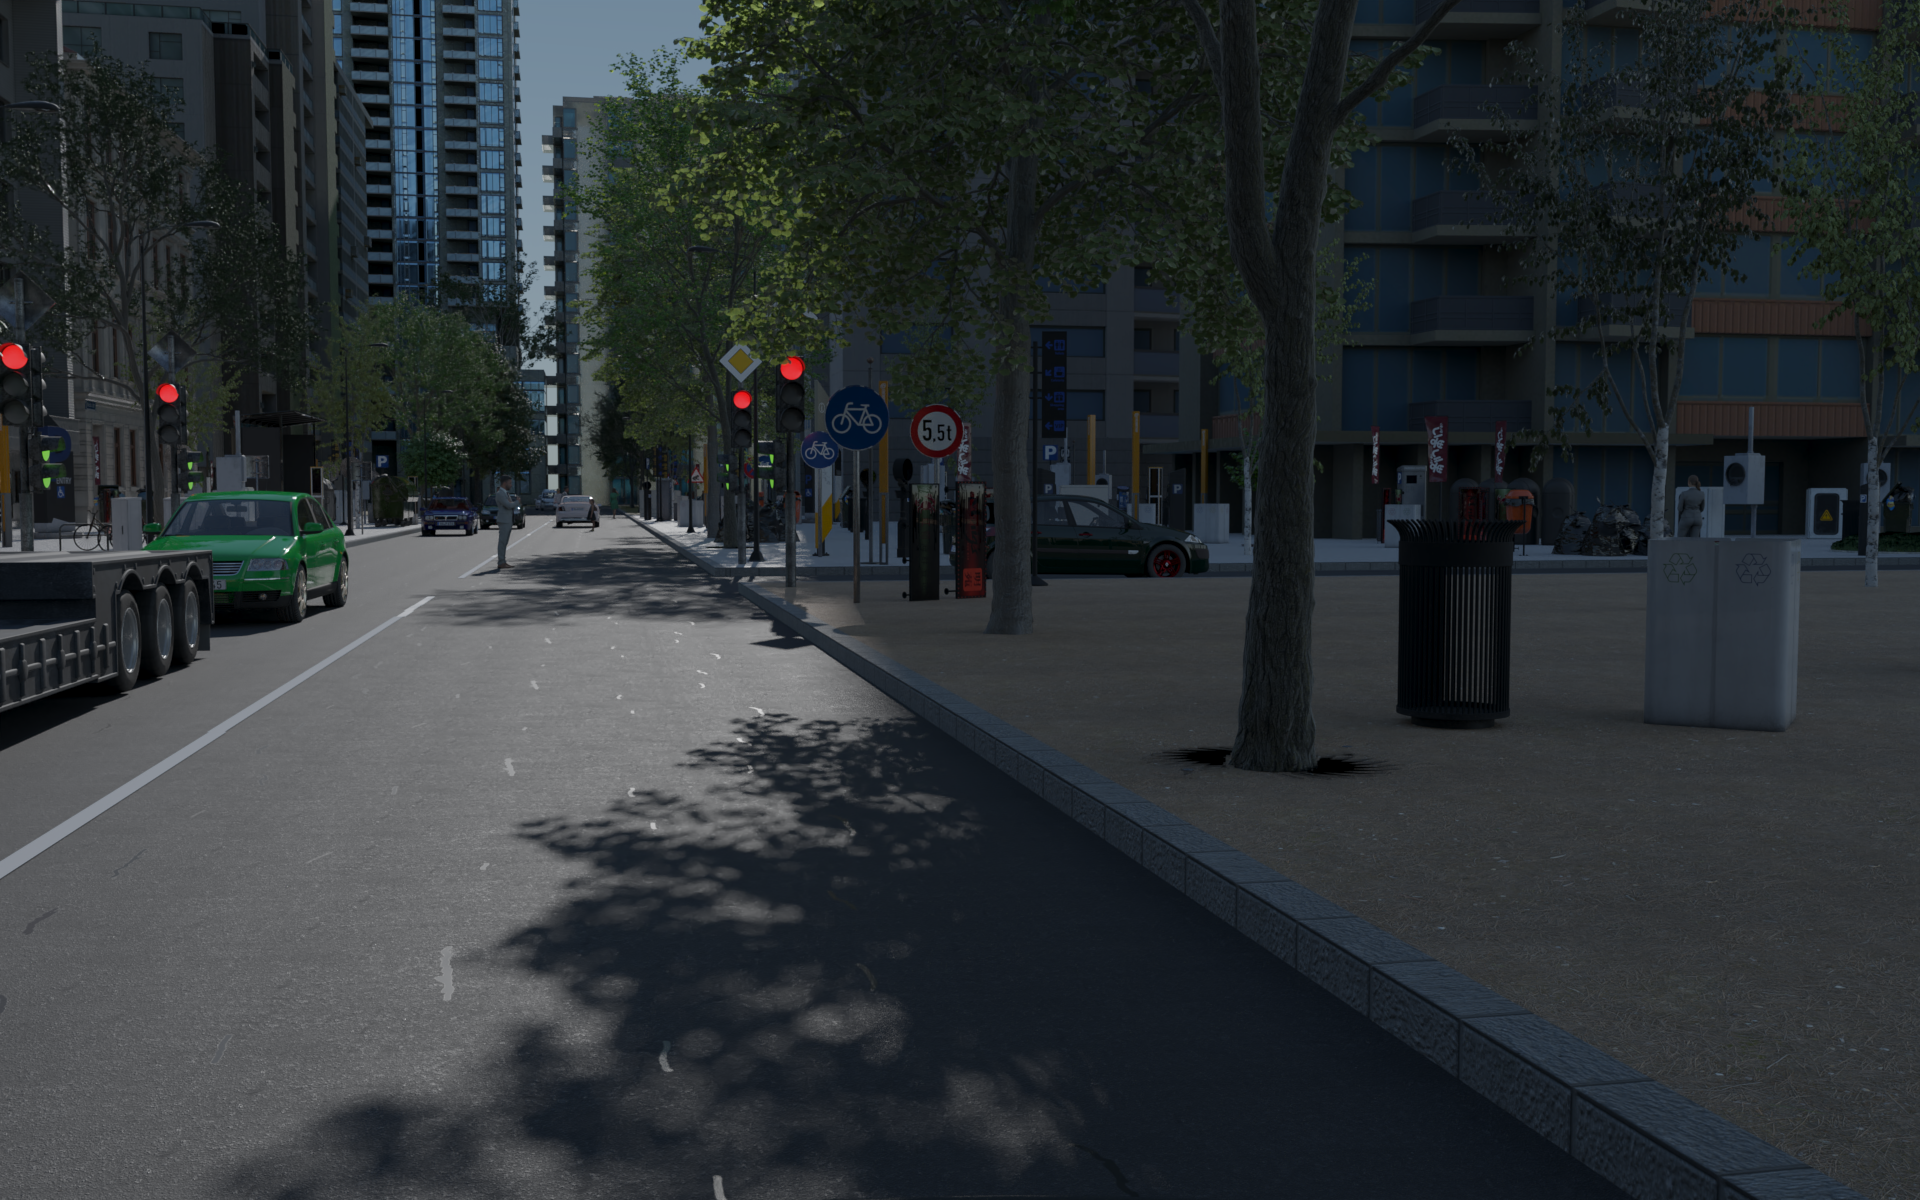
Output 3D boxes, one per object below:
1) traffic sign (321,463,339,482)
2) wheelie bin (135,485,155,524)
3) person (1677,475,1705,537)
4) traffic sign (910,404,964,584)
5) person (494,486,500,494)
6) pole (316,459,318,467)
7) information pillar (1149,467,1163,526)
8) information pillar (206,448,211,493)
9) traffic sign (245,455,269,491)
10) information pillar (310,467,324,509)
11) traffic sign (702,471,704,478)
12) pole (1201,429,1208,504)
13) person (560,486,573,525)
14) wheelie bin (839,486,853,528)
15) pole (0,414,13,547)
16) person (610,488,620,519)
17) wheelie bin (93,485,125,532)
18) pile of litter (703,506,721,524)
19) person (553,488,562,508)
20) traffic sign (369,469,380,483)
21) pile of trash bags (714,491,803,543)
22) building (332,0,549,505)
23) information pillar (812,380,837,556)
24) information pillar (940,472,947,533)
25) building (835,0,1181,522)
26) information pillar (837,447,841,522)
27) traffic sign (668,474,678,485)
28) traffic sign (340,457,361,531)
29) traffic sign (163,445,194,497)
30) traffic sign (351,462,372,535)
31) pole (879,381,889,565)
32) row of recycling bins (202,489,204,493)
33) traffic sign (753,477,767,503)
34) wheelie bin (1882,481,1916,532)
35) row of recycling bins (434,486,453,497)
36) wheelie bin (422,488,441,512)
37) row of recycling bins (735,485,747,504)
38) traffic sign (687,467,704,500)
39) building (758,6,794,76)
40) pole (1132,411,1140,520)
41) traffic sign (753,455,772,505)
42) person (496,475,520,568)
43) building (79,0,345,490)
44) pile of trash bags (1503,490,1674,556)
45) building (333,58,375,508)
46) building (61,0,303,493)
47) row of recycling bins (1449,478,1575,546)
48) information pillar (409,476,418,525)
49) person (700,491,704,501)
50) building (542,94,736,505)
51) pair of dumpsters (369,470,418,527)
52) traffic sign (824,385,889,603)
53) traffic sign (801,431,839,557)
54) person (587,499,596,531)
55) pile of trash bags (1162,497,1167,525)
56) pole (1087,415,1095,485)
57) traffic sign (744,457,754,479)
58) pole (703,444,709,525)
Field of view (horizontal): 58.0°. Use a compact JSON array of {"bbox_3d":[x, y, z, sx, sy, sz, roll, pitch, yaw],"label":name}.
[{"bbox_3d":[-25.587,-4.291,70.267,0.768,2.556,0.104,0,4,-3],"label":"traffic sign"},{"bbox_3d":[-28.587,-3.242,60.918,0.693,1.594,0.980,-3,4,-37],"label":"wheelie bin"},{"bbox_3d":[13.799,-1.475,32.888,0.520,1.790,0.573,-1,4,-14],"label":"person"},{"bbox_3d":[-0.326,-1.496,24.562,0.768,2.556,0.104,0,4,-3],"label":"traffic sign"},{"bbox_3d":[-22.167,-4.549,83.053,0.511,1.800,0.466,0,4,-6],"label":"person"},{"bbox_3d":[-37.674,-6.577,101.378,0.158,3.312,0.155,0,3,0],"label":"pole"},{"bbox_3d":[5.335,-2.617,47.281,0.304,2.012,0.304,1,4,22],"label":"information pillar"},{"bbox_3d":[-37.356,-5.795,86.107,0.183,3.616,0.504,-1,4,-13],"label":"information pillar"},{"bbox_3d":[-18.613,-2.676,45.883,0.606,2.300,0.079,0,4,-4],"label":"traffic sign"},{"bbox_3d":[-17.348,-2.586,46.774,0.304,2.012,0.304,-1,4,-15],"label":"information pillar"},{"bbox_3d":[-11.904,-5.053,82.722,0.768,2.556,0.104,0,4,-6],"label":"traffic sign"},{"bbox_3d":[7.684,-3.707,54.461,0.158,3.312,0.155,0,3,0],"label":"pole"},{"bbox_3d":[-18.459,-4.415,80.963,0.850,1.792,0.678,0,4,8],"label":"person"},{"bbox_3d":[-4.203,-3.526,65.554,0.693,1.594,0.980,-1,4,-14],"label":"wheelie bin"},{"bbox_3d":[-22.932,-2.920,41.588,0.158,3.312,0.155,0,3,0],"label":"pole"},{"bbox_3d":[-20.069,-5.610,100.477,0.600,1.795,0.529,0,4,3],"label":"person"},{"bbox_3d":[-29.104,-3.143,59.297,0.980,1.594,0.693,-2,4,-31],"label":"wheelie bin"},{"bbox_3d":[-10.115,-3.635,73.400,1.719,0.858,1.176,3,4,38],"label":"pile of litter"},{"bbox_3d":[-21.485,-5.146,93.312,0.731,1.740,0.598,-2,4,-35],"label":"person"},{"bbox_3d":[-27.271,-4.857,80.590,0.795,2.450,0.064,0,4,-4],"label":"traffic sign"},{"bbox_3d":[-5.189,-2.279,47.011,1.912,1.369,3.447,1,4,20],"label":"pile of trash bags"},{"bbox_3d":[-64.646,-54.402,202.140,31.000,86.520,22.319,-1,4,-12],"label":"building"},{"bbox_3d":[-2.834,-2.720,35.825,0.183,3.616,0.504,2,4,33],"label":"information pillar"},{"bbox_3d":[-0.624,-3.225,57.219,0.304,2.012,0.304,-1,4,-20],"label":"information pillar"},{"bbox_3d":[1.963,-33.781,94.323,21.231,58.520,28.212,-1,4,-12],"label":"building"},{"bbox_3d":[-5.555,-5.349,78.810,0.183,3.616,0.504,2,4,25],"label":"information pillar"},{"bbox_3d":[-16.174,-5.925,96.871,0.884,2.594,0.081,0,4,-6],"label":"traffic sign"},{"bbox_3d":[-20.748,-3.606,59.071,0.768,2.556,0.104,0,4,-6],"label":"traffic sign"},{"bbox_3d":[-19.784,-2.679,43.901,0.768,2.556,0.104,0,4,-6],"label":"traffic sign"},{"bbox_3d":[-18.894,-3.215,54.702,0.606,2.300,0.079,-1,4,-11],"label":"traffic sign"},{"bbox_3d":[-1.379,-2.292,31.321,0.158,3.312,0.155,0,3,0],"label":"pole"},{"bbox_3d":[-43.182,-5.350,94.587,3.534,1.692,1.069,-1,4,-21],"label":"row of recycling bins"},{"bbox_3d":[-6.513,-3.559,58.201,0.884,2.594,0.081,0,4,-8],"label":"traffic sign"},{"bbox_3d":[23.119,-2.126,42.665,0.693,1.594,0.980,2,4,34],"label":"wheelie bin"},{"bbox_3d":[-28.358,-5.353,94.632,1.069,1.692,3.534,-2,4,-26],"label":"row of recycling bins"},{"bbox_3d":[-26.475,-4.824,86.772,0.980,1.594,0.693,2,4,29],"label":"wheelie bin"},{"bbox_3d":[-10.413,-4.526,81.110,1.069,1.692,3.534,-1,4,-11],"label":"row of recycling bins"},{"bbox_3d":[-12.426,-4.994,81.663,0.884,2.594,0.081,0,4,-4],"label":"traffic sign"},{"bbox_3d":[-6.949,-32.942,158.206,23.786,49.044,30.456,-1,4,-12],"label":"building"},{"bbox_3d":[4.329,-2.989,42.713,0.158,3.312,0.155,0,3,0],"label":"pole"},{"bbox_3d":[-6.446,-3.491,57.191,0.768,2.556,0.104,-1,4,-10],"label":"traffic sign"},{"bbox_3d":[-8.728,-1.516,33.473,0.466,1.800,0.511,-1,4,-15],"label":"person"},{"bbox_3d":[-51.238,-26.666,119.589,14.154,41.232,14.086,-1,4,-12],"label":"building"},{"bbox_3d":[13.087,-1.626,36.334,3.447,1.369,1.912,0,4,-6],"label":"pile of trash bags"},{"bbox_3d":[-62.992,-27.810,146.569,23.993,40.220,32.217,-1,4,-12],"label":"building"},{"bbox_3d":[-48.981,-20.447,106.012,14.160,30.474,14.107,-1,4,-12],"label":"building"},{"bbox_3d":[14.072,-2.276,44.322,1.069,1.692,3.534,-3,5,-39],"label":"row of recycling bins"},{"bbox_3d":[-22.724,-4.128,71.988,0.304,2.012,0.304,0,4,1],"label":"information pillar"},{"bbox_3d":[-27.796,-10.923,187.228,0.705,1.807,1.348,-3,4,-38],"label":"person"},{"bbox_3d":[-34.685,-36.116,210.110,30.456,49.044,23.786,-1,4,-12],"label":"building"},{"bbox_3d":[-22.494,-4.053,68.765,1.574,2.255,4.437,-1,4,-12],"label":"pair of dumpsters"},{"bbox_3d":[-1.214,-1.237,20.324,0.768,2.556,0.104,-1,4,-11],"label":"traffic sign"},{"bbox_3d":[-2.844,-2.144,35.164,0.768,2.556,0.104,0,4,-4],"label":"traffic sign"},{"bbox_3d":[-14.169,-3.266,66.565,0.373,1.253,0.362,-1,4,-14],"label":"person"},{"bbox_3d":[9.718,-3.842,72.570,3.447,1.369,1.912,2,4,28],"label":"pile of trash bags"},{"bbox_3d":[3.385,-3.110,44.690,0.158,3.312,0.155,0,3,0],"label":"pole"},{"bbox_3d":[-6.946,-3.580,58.644,0.768,2.556,0.104,0,4,-4],"label":"traffic sign"},{"bbox_3d":[-10.354,-4.700,70.695,0.158,3.312,0.155,0,3,0],"label":"pole"}]
